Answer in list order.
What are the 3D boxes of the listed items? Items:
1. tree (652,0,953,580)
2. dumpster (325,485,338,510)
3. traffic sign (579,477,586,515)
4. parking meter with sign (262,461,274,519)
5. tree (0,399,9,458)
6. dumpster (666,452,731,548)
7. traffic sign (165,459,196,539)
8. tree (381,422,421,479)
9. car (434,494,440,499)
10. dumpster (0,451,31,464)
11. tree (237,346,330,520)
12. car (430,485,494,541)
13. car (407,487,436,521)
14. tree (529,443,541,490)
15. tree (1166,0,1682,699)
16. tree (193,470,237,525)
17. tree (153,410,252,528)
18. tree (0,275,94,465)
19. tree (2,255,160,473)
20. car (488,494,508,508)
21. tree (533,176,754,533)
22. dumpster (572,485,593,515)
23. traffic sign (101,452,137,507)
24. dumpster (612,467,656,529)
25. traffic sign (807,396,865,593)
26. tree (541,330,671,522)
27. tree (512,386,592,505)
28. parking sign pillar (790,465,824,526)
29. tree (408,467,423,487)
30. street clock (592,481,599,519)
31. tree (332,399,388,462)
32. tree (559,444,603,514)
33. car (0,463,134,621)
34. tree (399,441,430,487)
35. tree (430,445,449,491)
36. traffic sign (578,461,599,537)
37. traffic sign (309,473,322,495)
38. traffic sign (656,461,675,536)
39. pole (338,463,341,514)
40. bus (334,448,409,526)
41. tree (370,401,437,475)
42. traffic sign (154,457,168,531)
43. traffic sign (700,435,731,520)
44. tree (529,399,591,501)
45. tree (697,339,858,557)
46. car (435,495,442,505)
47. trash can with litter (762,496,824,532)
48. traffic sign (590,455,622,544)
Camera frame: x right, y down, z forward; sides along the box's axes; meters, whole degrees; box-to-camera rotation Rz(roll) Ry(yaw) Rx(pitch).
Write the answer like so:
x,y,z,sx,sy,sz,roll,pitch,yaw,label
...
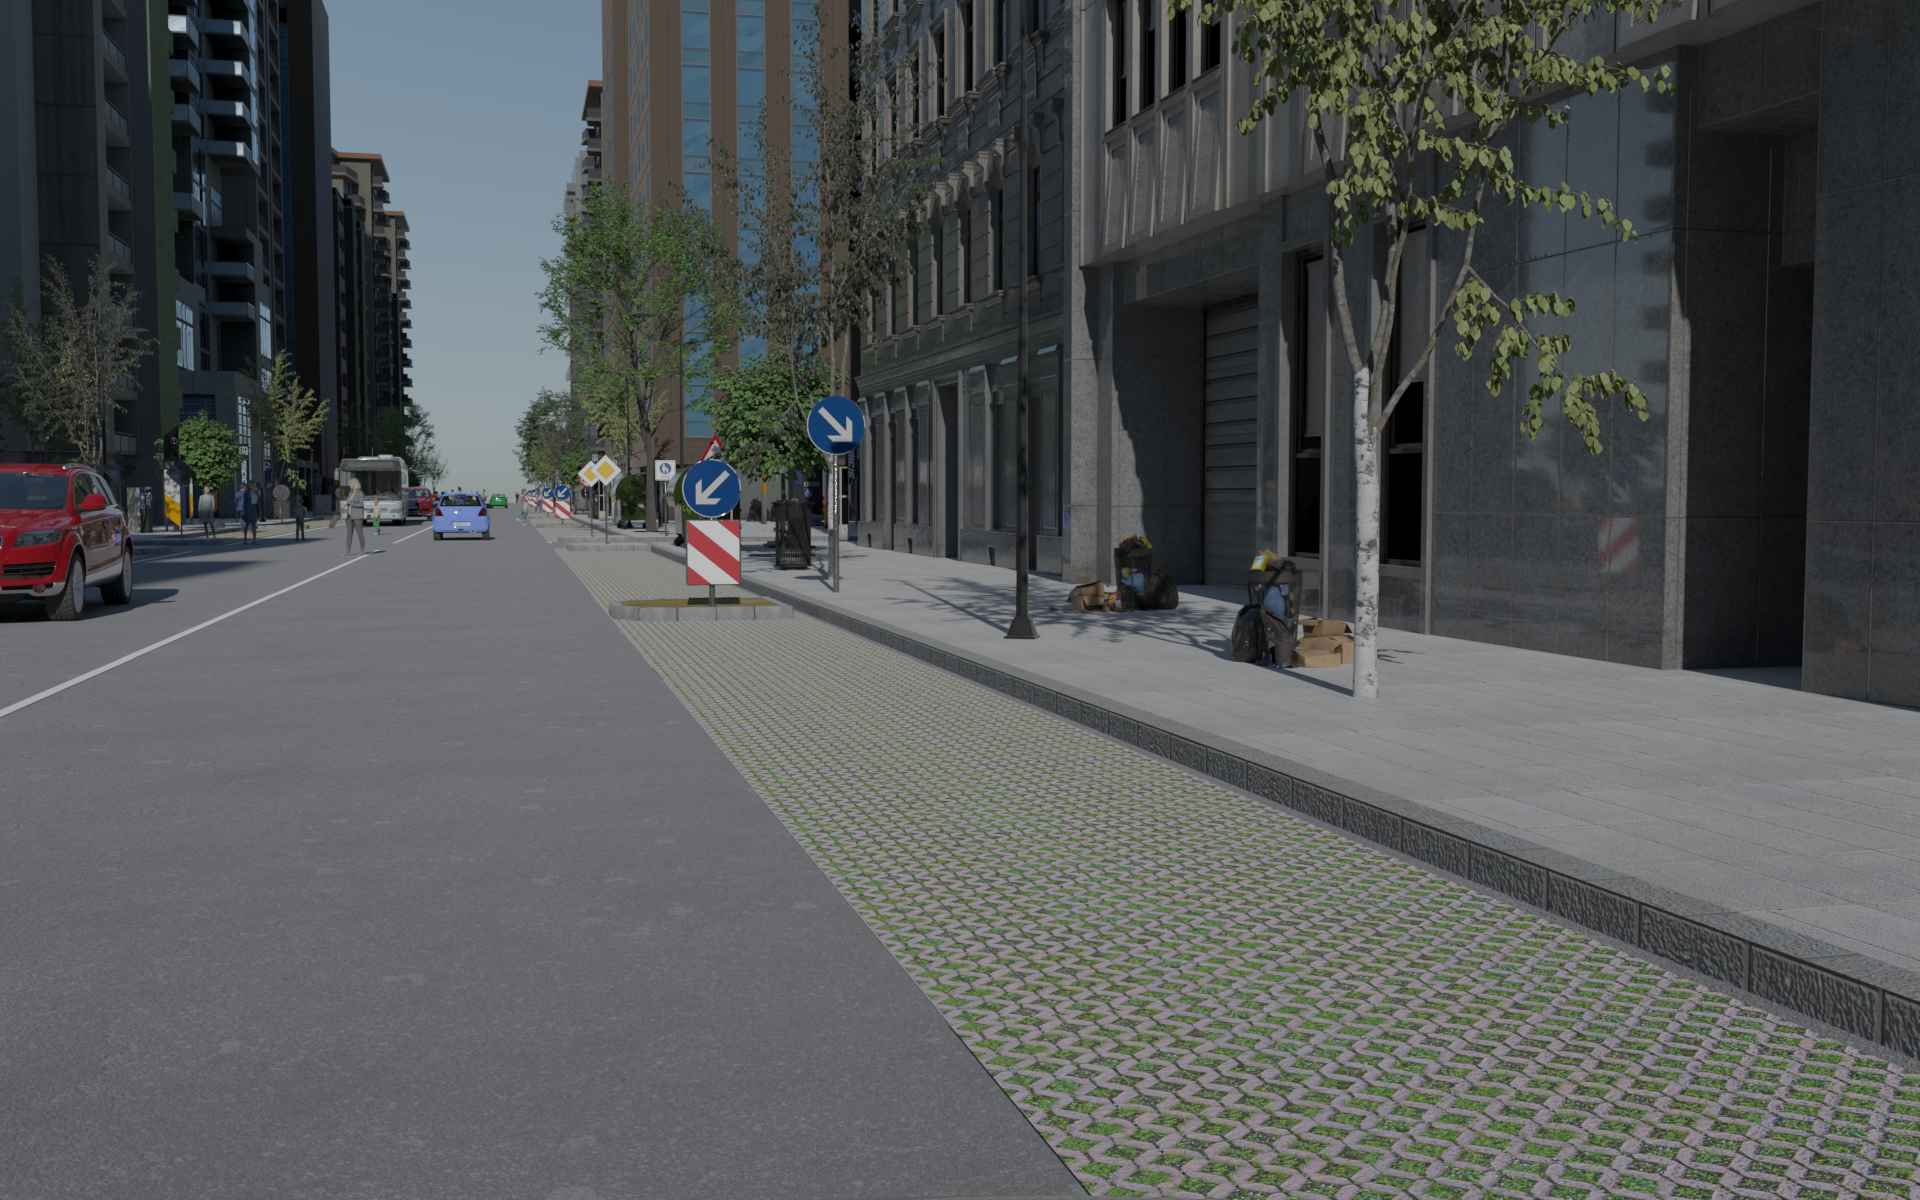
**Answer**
x,y,z,sx,sy,sz,roll,pitch,yaw,label
-2.099,-4.614,25.803,4.360,8.622,3.978,0,3,0,tree
-41.508,-6.685,115.062,1.264,1.857,1.865,-1,4,-14,dumpster
-22.726,-6.422,105.102,0.768,2.556,0.104,-1,4,-13,traffic sign
-36.253,-5.784,90.828,0.543,3.016,1.738,-2,4,-27,parking meter with sign
-21.572,-3.180,35.709,4.285,4.588,4.351,0,3,0,tree
-6.186,-2.383,41.459,1.502,2.255,1.985,-1,4,-15,dumpster
-22.091,-2.782,49.120,0.795,2.450,0.064,-1,4,-15,traffic sign
-57.708,-13.907,177.745,4.737,8.622,4.395,0,3,0,tree
-65.157,-12.513,214.815,2.015,1.641,3.980,-1,4,-14,car
-21.682,-2.244,39.186,1.502,2.255,1.985,-1,4,-15,dumpster
-34.096,-8.345,86.809,4.737,8.622,4.395,0,3,0,tree
-15.739,-2.760,54.714,1.945,1.707,3.694,-1,4,-15,car
-29.083,-5.120,92.377,2.281,1.827,5.304,-1,4,-14,car
-46.333,-14.982,195.320,4.737,8.622,4.395,0,3,0,tree
2.582,-3.674,10.439,4.737,8.622,4.395,0,3,0,tree
-31.597,-4.783,72.804,1.663,3.219,1.824,0,3,0,tree
-28.761,-5.037,66.063,4.285,4.588,4.351,0,3,0,tree
-30.974,-6.593,58.164,4.737,8.622,4.395,0,3,0,tree
-26.524,-6.242,52.427,4.360,8.622,3.978,0,3,0,tree
-46.201,-10.064,173.334,1.959,1.807,4.718,-1,4,-15,car
-10.526,-8.079,57.851,9.928,11.665,9.643,0,3,0,tree
-23.346,-6.216,107.393,1.264,1.857,1.865,-1,4,-15,dumpster
-20.073,-2.309,41.393,0.795,2.450,0.064,-1,4,-15,traffic sign
-11.919,-3.725,63.401,1.502,2.255,1.985,-1,4,-15,dumpster
-1.612,-1.370,22.501,0.768,2.556,0.104,-1,4,-14,traffic sign
-15.515,-7.825,78.296,4.737,8.622,4.395,0,3,0,tree
-48.317,-18.308,205.985,9.857,13.997,8.962,0,3,0,tree
-6.140,-4.929,69.061,1.447,3.967,1.447,-2,4,-29,parking sign pillar
-65.835,-13.653,206.941,4.285,4.588,4.351,0,3,0,tree
-18.709,-5.150,88.777,0.358,2.002,0.471,2,4,28,street clock
-47.078,-11.317,135.398,4.360,8.622,3.978,0,3,0,tree
-24.615,-7.930,113.364,4.285,4.588,4.351,0,3,0,tree
-11.403,-0.747,20.882,2.281,1.827,5.304,-1,4,-16,car
-68.716,-16.245,215.966,4.360,8.622,3.978,0,3,0,tree
-74.909,-17.840,242.043,4.360,8.622,3.978,0,3,0,tree
-11.060,-2.956,51.970,0.795,2.450,0.064,-1,4,-15,traffic sign
-39.520,-6.493,106.261,0.768,2.556,0.104,-1,4,-11,traffic sign
-8.948,-3.089,52.633,0.606,2.300,0.079,-1,4,-14,traffic sign
-40.461,-7.288,112.998,0.158,3.312,0.155,0,3,0,pole
-27.244,-5.257,80.818,2.948,3.499,13.247,-1,4,-16,bus
-61.641,-16.269,191.747,9.928,11.665,9.643,0,3,0,tree
-27.278,-3.632,59.491,0.768,2.556,0.104,0,4,-6,traffic sign
-5.360,-2.323,37.993,0.884,2.594,0.081,-1,4,-9,traffic sign
-30.266,-11.182,133.183,4.360,8.622,3.978,0,3,0,tree
-3.751,-3.183,35.762,4.285,4.588,4.351,0,3,0,tree
-50.283,-9.520,168.232,1.945,1.354,3.894,-1,4,-16,car
-5.809,-2.929,58.945,2.233,1.210,1.678,3,5,42,trash can with litter
-9.042,-2.483,44.243,0.795,2.450,0.064,-1,4,-15,traffic sign
